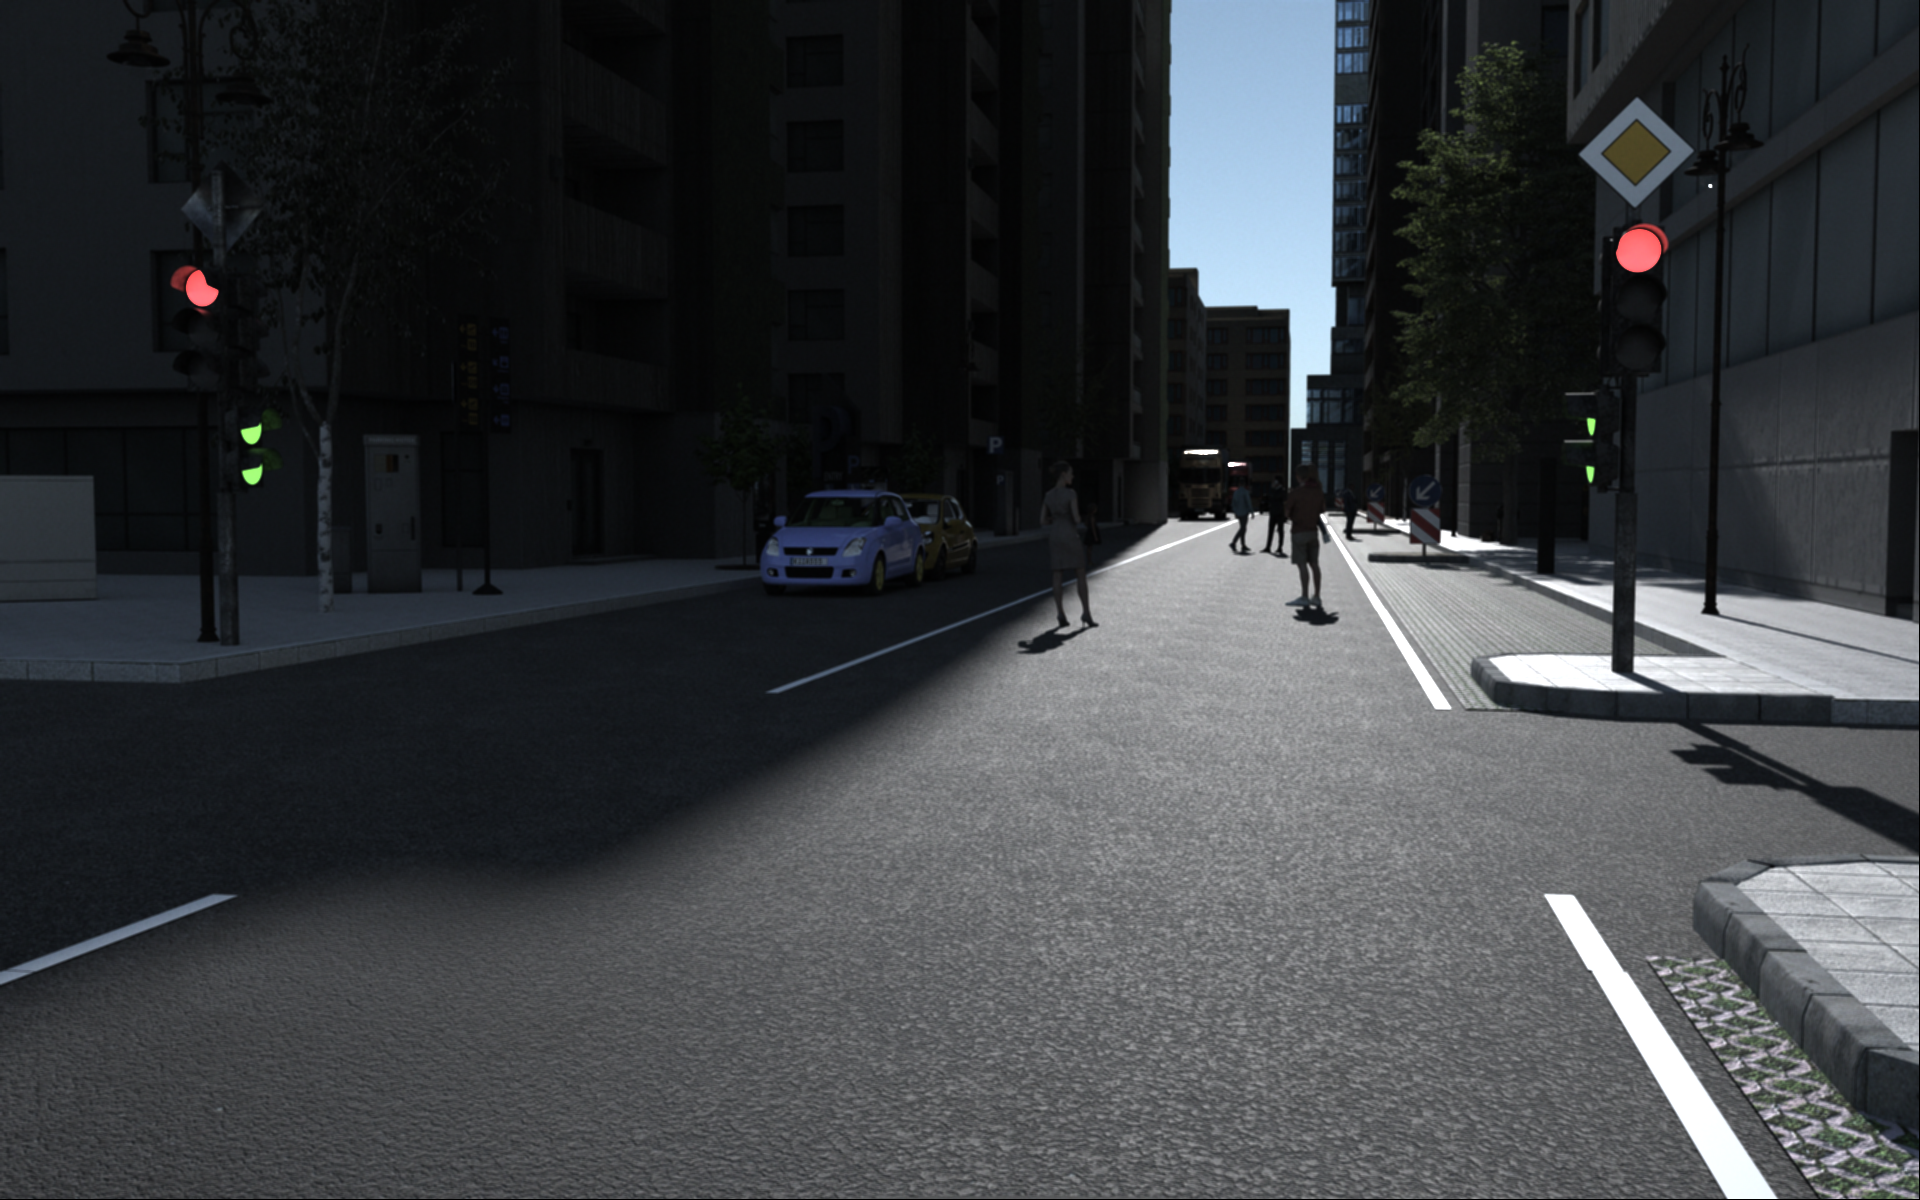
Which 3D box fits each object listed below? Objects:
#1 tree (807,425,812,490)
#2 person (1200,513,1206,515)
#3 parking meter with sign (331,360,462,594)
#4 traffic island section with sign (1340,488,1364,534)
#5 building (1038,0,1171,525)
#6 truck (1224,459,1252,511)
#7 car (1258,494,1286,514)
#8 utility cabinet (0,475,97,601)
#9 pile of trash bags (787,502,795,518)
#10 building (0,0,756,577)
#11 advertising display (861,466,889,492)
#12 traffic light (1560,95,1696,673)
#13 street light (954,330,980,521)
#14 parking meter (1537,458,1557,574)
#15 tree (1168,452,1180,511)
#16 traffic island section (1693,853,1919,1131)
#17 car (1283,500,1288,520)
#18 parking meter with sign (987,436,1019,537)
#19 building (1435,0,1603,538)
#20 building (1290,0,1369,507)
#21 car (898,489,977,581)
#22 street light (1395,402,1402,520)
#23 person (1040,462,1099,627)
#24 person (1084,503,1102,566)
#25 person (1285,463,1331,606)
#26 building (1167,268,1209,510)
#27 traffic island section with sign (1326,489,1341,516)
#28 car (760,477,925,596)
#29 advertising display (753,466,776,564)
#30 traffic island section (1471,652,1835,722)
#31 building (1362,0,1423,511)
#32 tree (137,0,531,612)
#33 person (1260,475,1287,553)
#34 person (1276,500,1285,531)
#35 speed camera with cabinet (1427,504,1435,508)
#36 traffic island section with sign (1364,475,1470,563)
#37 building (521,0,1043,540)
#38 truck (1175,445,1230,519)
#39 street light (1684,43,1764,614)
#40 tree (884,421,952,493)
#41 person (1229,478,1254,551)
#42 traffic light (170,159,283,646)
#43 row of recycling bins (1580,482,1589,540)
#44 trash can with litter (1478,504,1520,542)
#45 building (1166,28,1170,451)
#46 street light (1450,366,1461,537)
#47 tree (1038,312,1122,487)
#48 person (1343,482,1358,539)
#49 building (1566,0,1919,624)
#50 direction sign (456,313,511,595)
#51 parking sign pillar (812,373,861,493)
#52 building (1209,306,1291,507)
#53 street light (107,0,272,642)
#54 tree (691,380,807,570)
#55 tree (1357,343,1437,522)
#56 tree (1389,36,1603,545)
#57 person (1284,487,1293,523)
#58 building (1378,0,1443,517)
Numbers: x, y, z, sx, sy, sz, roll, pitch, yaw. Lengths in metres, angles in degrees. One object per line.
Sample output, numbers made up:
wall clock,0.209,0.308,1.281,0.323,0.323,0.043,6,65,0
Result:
tree,-3.786,-2.829,40.859,1.663,3.219,1.824,0,3,0
person,16.485,-6.667,117.959,0.568,1.767,0.683,-3,4,-36
parking meter with sign,-7.388,-1.606,22.518,1.738,3.016,0.543,-1,4,-18
traffic island section with sign,14.996,-3.330,63.077,1.989,1.847,2.006,1,4,11
building,2.289,-24.315,81.149,14.154,41.232,14.086,1,4,11
truck,22.445,-9.312,141.169,2.839,4.237,11.283,1,4,11
car,22.301,-6.976,123.848,2.009,1.686,4.222,1,4,10
utility cabinet,-11.009,-0.738,20.738,1.173,1.500,0.318,-2,4,-27
pile of trash bags,-5.268,-2.238,46.343,3.447,1.369,1.912,-3,5,-41
building,-12.099,-15.947,32.441,14.160,30.474,14.107,1,4,11
advertising display,-2.130,-2.147,40.315,0.974,1.923,0.123,0,4,6
traffic light,4.767,-1.436,12.397,0.839,4.253,0.868,1,4,11
street light,0.209,-4.653,48.858,0.468,5.910,1.993,1,4,11
parking meter,9.477,-1.362,27.972,0.255,1.863,0.399,1,4,17
tree,16.357,-9.129,132.979,4.285,4.588,4.351,0,3,0
traffic island section,3.229,1.077,4.675,2.009,0.180,2.903,1,4,11
car,18.935,-5.285,96.634,2.015,1.641,3.980,1,4,13
parking meter with sign,1.352,-3.457,52.780,0.543,3.016,1.738,1,4,19
building,27.981,-31.725,60.704,21.231,58.520,28.212,1,4,11
building,49.802,-52.766,175.395,31.000,86.520,22.319,1,4,11
car,-0.855,-1.200,29.844,2.015,1.641,3.980,1,4,12
street light,21.581,-6.883,85.317,0.468,5.910,1.993,1,4,11
person,1.183,-0.607,18.768,0.599,1.781,0.374,3,5,39
person,2.638,-1.296,34.367,0.373,1.253,0.362,0,4,0
person,4.488,-0.849,22.356,0.573,1.828,0.580,1,4,17
building,6.239,-18.784,152.153,28.899,21.520,27.650,1,4,11
traffic island section with sign,24.894,-6.339,112.264,1.989,1.847,2.006,1,4,11
car,-1.692,-0.977,25.559,1.945,1.707,3.694,1,4,12
advertising display,-3.578,-1.619,31.681,0.123,1.923,0.974,-2,4,-24
traffic island section,4.805,0.598,12.503,2.009,0.180,2.903,1,4,11
building,39.062,-30.256,118.386,21.300,48.544,21.600,1,4,11
tree,-6.875,-4.188,18.839,4.360,8.622,3.978,0,3,0
person,7.689,-2.108,42.328,0.474,1.900,0.648,-2,4,-27
person,12.383,-3.601,67.712,0.374,1.781,0.599,-2,4,-35
speed camera with cabinet,23.577,-5.470,83.766,2.038,3.252,0.660,0,4,4
traffic island section with sign,9.680,-1.714,36.649,1.989,1.847,2.006,1,4,11
building,-5.154,-17.578,59.096,14.160,30.474,14.107,1,4,11
truck,14.285,-6.869,101.229,2.839,4.237,11.283,1,4,11
street light,8.044,-2.789,18.392,0.468,5.910,1.993,1,4,11
tree,-1.275,-3.155,46.194,1.663,3.219,1.824,0,3,0
person,7.047,-2.158,43.641,0.748,1.841,0.638,-1,4,-23
traffic light,-6.179,-1.569,14.575,0.839,4.253,0.868,1,4,11
row of recycling bins,17.394,-2.423,46.730,1.069,1.692,3.534,1,4,15
trash can with litter,14.428,-2.141,46.396,1.055,1.170,0.624,2,4,34
building,7.411,-28.957,123.564,14.600,45.320,14.200,1,4,11
street light,14.867,-4.844,51.993,0.468,5.910,1.993,1,4,11
tree,4.321,-7.386,71.131,4.737,8.622,4.395,0,3,0
person,12.386,-2.832,54.983,0.419,1.800,0.721,3,4,38
building,22.845,-26.335,19.817,27.495,52.752,28.713,1,4,11
direction sign,-6.053,-1.840,22.086,0.379,3.537,0.876,2,4,32
parking sign pillar,-2.715,-3.032,38.051,1.447,3.967,1.447,-3,5,-39
building,20.352,-20.784,184.854,28.899,21.520,27.650,1,4,11
street light,-6.542,-2.576,14.898,0.468,5.910,1.993,1,4,11
tree,-3.829,-2.144,29.649,1.663,3.219,1.824,0,3,0
tree,20.719,-7.973,80.727,4.737,8.622,4.395,0,3,0
tree,14.320,-7.678,43.663,7.486,12.596,7.792,0,3,0
person,16.498,-4.720,86.077,0.834,1.777,0.661,2,4,25
building,34.813,-40.275,96.754,20.563,71.187,20.611,1,4,11
